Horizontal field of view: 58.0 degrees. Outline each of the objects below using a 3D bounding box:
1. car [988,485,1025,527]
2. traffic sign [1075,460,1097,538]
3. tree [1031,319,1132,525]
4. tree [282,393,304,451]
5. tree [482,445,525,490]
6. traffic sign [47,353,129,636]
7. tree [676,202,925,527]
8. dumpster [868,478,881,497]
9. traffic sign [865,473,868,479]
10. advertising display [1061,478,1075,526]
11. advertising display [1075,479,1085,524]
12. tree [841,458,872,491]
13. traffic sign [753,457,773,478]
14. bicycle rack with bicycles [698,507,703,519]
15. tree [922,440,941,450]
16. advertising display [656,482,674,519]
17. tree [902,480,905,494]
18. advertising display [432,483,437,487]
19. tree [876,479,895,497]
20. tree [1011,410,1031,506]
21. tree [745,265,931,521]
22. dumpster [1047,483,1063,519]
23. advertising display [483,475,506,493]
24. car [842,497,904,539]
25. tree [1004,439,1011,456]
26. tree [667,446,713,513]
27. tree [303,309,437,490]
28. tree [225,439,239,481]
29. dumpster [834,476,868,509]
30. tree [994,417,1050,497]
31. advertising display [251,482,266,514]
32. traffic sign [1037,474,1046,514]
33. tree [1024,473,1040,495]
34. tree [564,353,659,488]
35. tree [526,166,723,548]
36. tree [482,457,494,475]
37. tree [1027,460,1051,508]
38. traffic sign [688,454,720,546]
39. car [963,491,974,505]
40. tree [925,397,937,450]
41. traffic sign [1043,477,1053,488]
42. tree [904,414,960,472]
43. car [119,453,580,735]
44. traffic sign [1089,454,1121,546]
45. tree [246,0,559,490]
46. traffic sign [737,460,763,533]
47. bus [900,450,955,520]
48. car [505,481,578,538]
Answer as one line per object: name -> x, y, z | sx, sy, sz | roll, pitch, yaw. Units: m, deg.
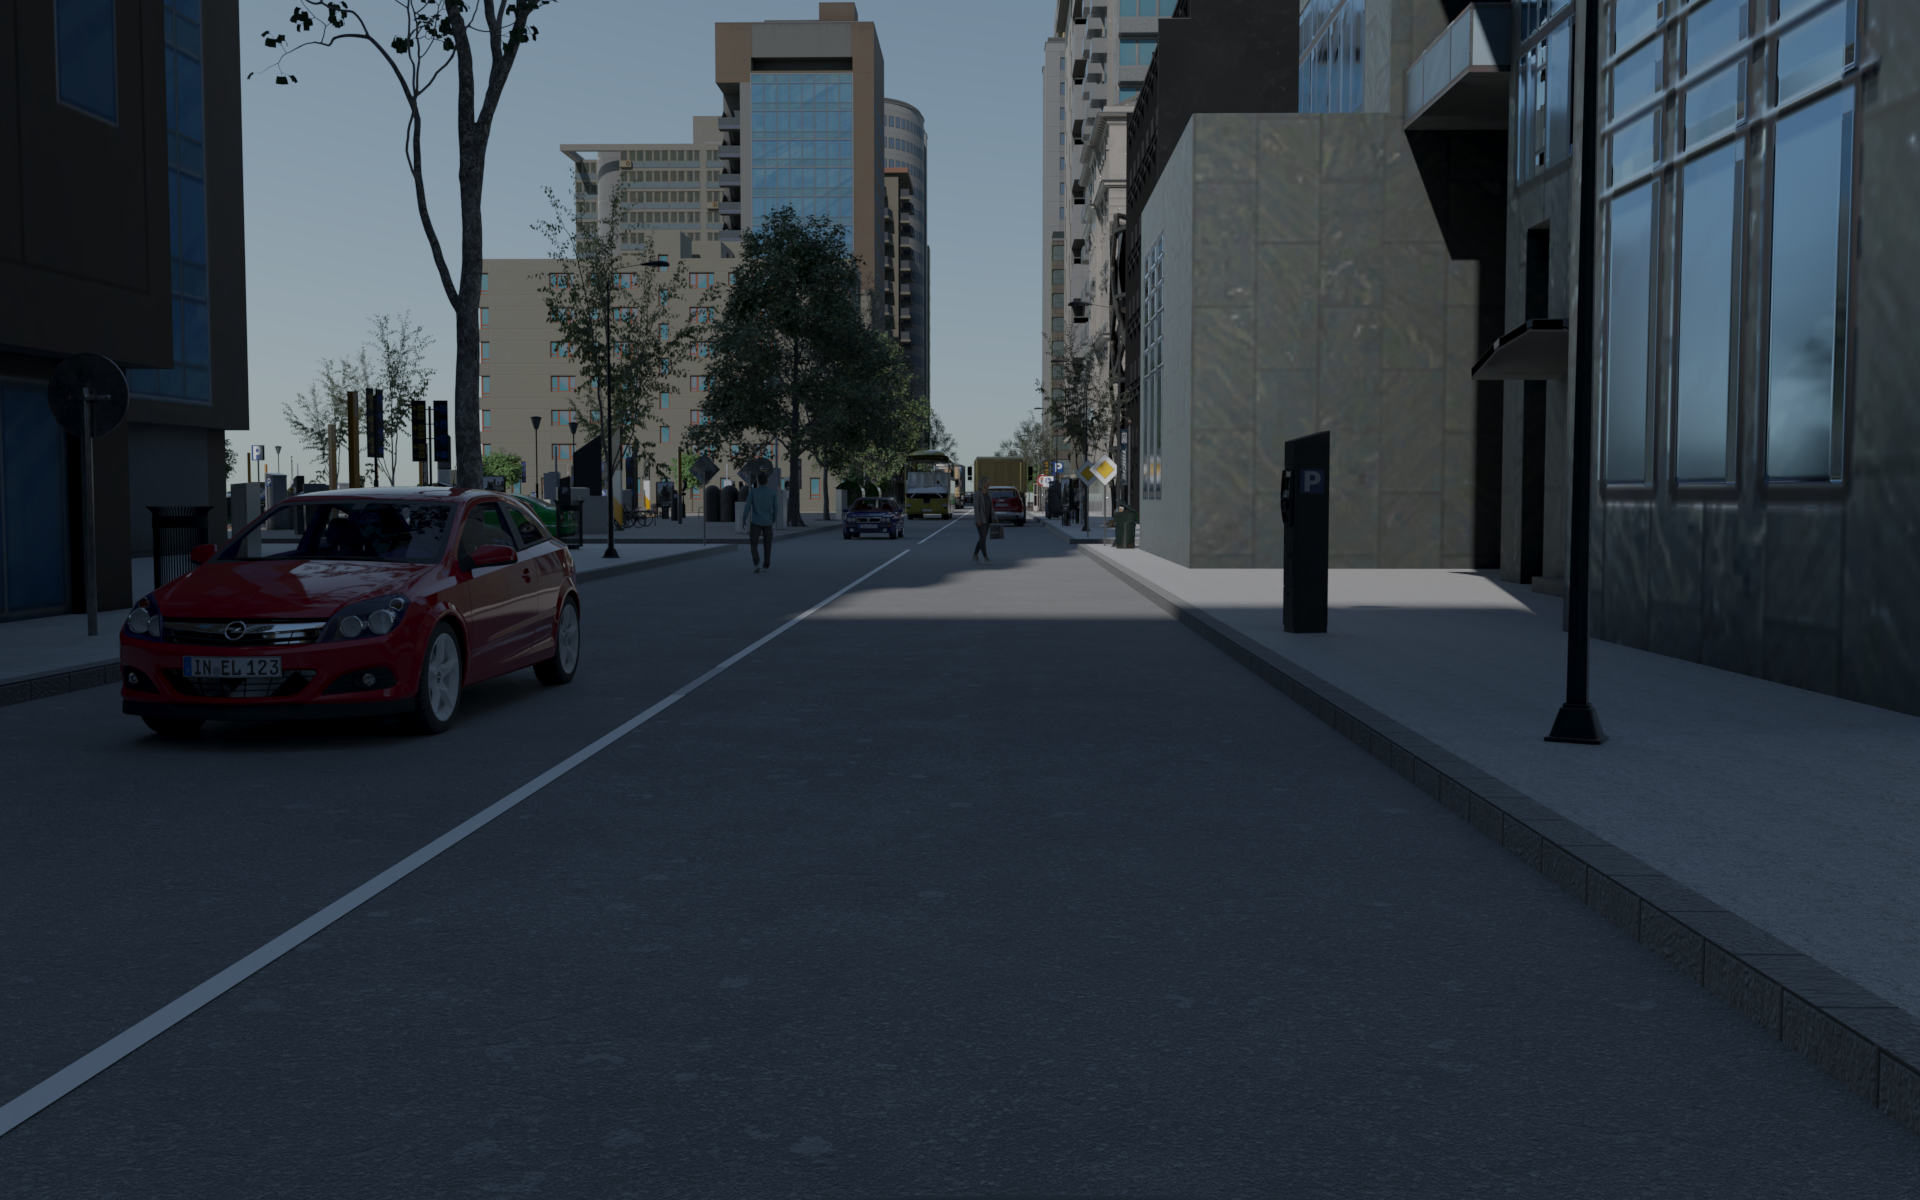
car -> 1.784, -4.221, 77.683 | 2.281, 1.827, 5.304 | 0, 4, 0
traffic sign -> 3.756, -2.886, 50.831 | 0.795, 2.450, 0.064 | 0, 4, 1
tree -> 5.102, -7.458, 72.299 | 4.360, 8.622, 3.978 | 0, 3, 0
tree -> -32.874, -8.574, 90.548 | 4.360, 8.622, 3.978 | 0, 3, 0
tree -> -31.019, -8.145, 116.886 | 4.285, 4.588, 4.351 | 0, 3, 0
traffic sign -> -7.866, -0.950, 15.633 | 0.768, 2.556, 0.104 | 0, 4, 5
tree -> -6.466, -9.254, 68.318 | 9.611, 12.733, 9.660 | 0, 3, 0
dumpster -> -5.556, -6.233, 104.408 | 1.502, 2.255, 1.985 | 0, 4, 1
traffic sign -> -5.729, -6.456, 105.555 | 0.884, 2.594, 0.081 | 0, 4, 5
advertising display -> 4.265, -3.933, 69.512 | 0.123, 1.923, 0.974 | -1, 4, -17
advertising display -> 5.179, -4.293, 75.402 | 0.123, 1.923, 0.974 | 3, 5, 40
tree -> -5.803, -6.104, 94.399 | 1.663, 3.219, 1.824 | 0, 3, 0
traffic sign -> -6.826, -3.653, 59.830 | 0.768, 2.556, 0.104 | 0, 4, 2
bicycle rack with bicycles -> -12.067, -4.580, 88.267 | 2.852, 0.926, 2.925 | -2, 4, -35
tree -> -3.877, -16.191, 215.089 | 4.360, 8.622, 3.978 | 0, 3, 0
advertising display -> -15.150, -5.125, 89.005 | 0.974, 1.923, 0.123 | -2, 4, -32
tree -> -5.120, -10.741, 170.223 | 1.663, 3.219, 1.824 | 0, 3, 0
advertising display -> -29.781, -5.749, 99.209 | 0.123, 1.923, 0.974 | 2, 4, 35
tree -> -5.883, -8.360, 131.294 | 1.663, 3.219, 1.824 | 0, 3, 0
tree -> 6.727, -11.841, 143.965 | 4.360, 8.622, 3.978 | 0, 3, 0
tree -> -6.614, -10.593, 83.560 | 12.009, 13.543, 11.850 | 0, 3, 0
dumpster -> 5.078, -5.063, 88.536 | 1.264, 1.857, 1.865 | 0, 4, 1
advertising display -> -16.084, -3.324, 59.554 | 0.974, 1.923, 0.123 | 1, 4, 10
car -> -2.776, -2.654, 55.965 | 1.945, 1.354, 3.894 | 0, 4, 3
tree -> 6.856, -14.276, 183.769 | 4.360, 8.622, 3.978 | 0, 3, 0
tree -> -18.479, -8.270, 118.931 | 4.285, 4.588, 4.351 | 0, 3, 0
tree -> -22.729, -7.230, 68.580 | 4.360, 8.622, 3.978 | 0, 3, 0
tree -> -35.208, -5.904, 80.244 | 4.285, 4.588, 4.351 | 0, 3, 0
dumpster -> -5.843, -5.451, 91.614 | 1.502, 2.255, 1.985 | 0, 4, 1
tree -> 7.847, -16.794, 208.992 | 8.767, 10.594, 7.601 | 0, 4, -6
advertising display -> -36.927, -5.270, 91.373 | 0.974, 1.923, 0.123 | -2, 4, -28
traffic sign -> 5.357, -6.836, 111.879 | 0.768, 2.556, 0.104 | 0, 4, 8
tree -> 6.758, -10.002, 158.135 | 1.663, 3.219, 1.824 | 0, 3, 0
tree -> -17.165, -8.304, 86.125 | 4.737, 8.622, 4.395 | 0, 3, 0
tree -> -7.824, -5.450, 39.467 | 4.360, 8.622, 3.978 | 0, 3, 0
tree -> -21.429, -5.067, 77.454 | 1.663, 3.219, 1.824 | 0, 3, 0
tree -> 7.019, -10.918, 162.222 | 4.285, 4.588, 4.351 | 0, 3, 0
traffic sign -> -6.359, -2.412, 43.083 | 0.795, 2.450, 0.064 | 0, 4, 1
car -> 1.369, -13.620, 231.361 | 2.281, 1.827, 5.304 | 0, 4, 0
tree -> -6.038, -12.378, 119.381 | 9.611, 12.733, 9.660 | 0, 3, 0
traffic sign -> 5.112, -6.008, 100.365 | 0.606, 2.300, 0.079 | 0, 4, 7
tree -> -3.321, -16.356, 201.824 | 7.601, 10.594, 8.767 | 0, 4, 5
car -> -3.902, -0.162, 11.690 | 2.155, 1.783, 4.494 | 0, 4, 3
traffic sign -> 3.582, -2.398, 42.847 | 0.795, 2.450, 0.064 | 0, 4, 1
tree -> -6.444, -10.434, 26.481 | 12.611, 20.169, 13.585 | 0, 3, 0
traffic sign -> -6.186, -2.901, 51.067 | 0.795, 2.450, 0.064 | 0, 4, 1
bus -> -1.694, -6.630, 99.944 | 2.896, 3.916, 12.252 | 0, 4, 1
car -> -12.895, -2.361, 47.391 | 4.718, 1.807, 1.959 | 0, 4, 1
